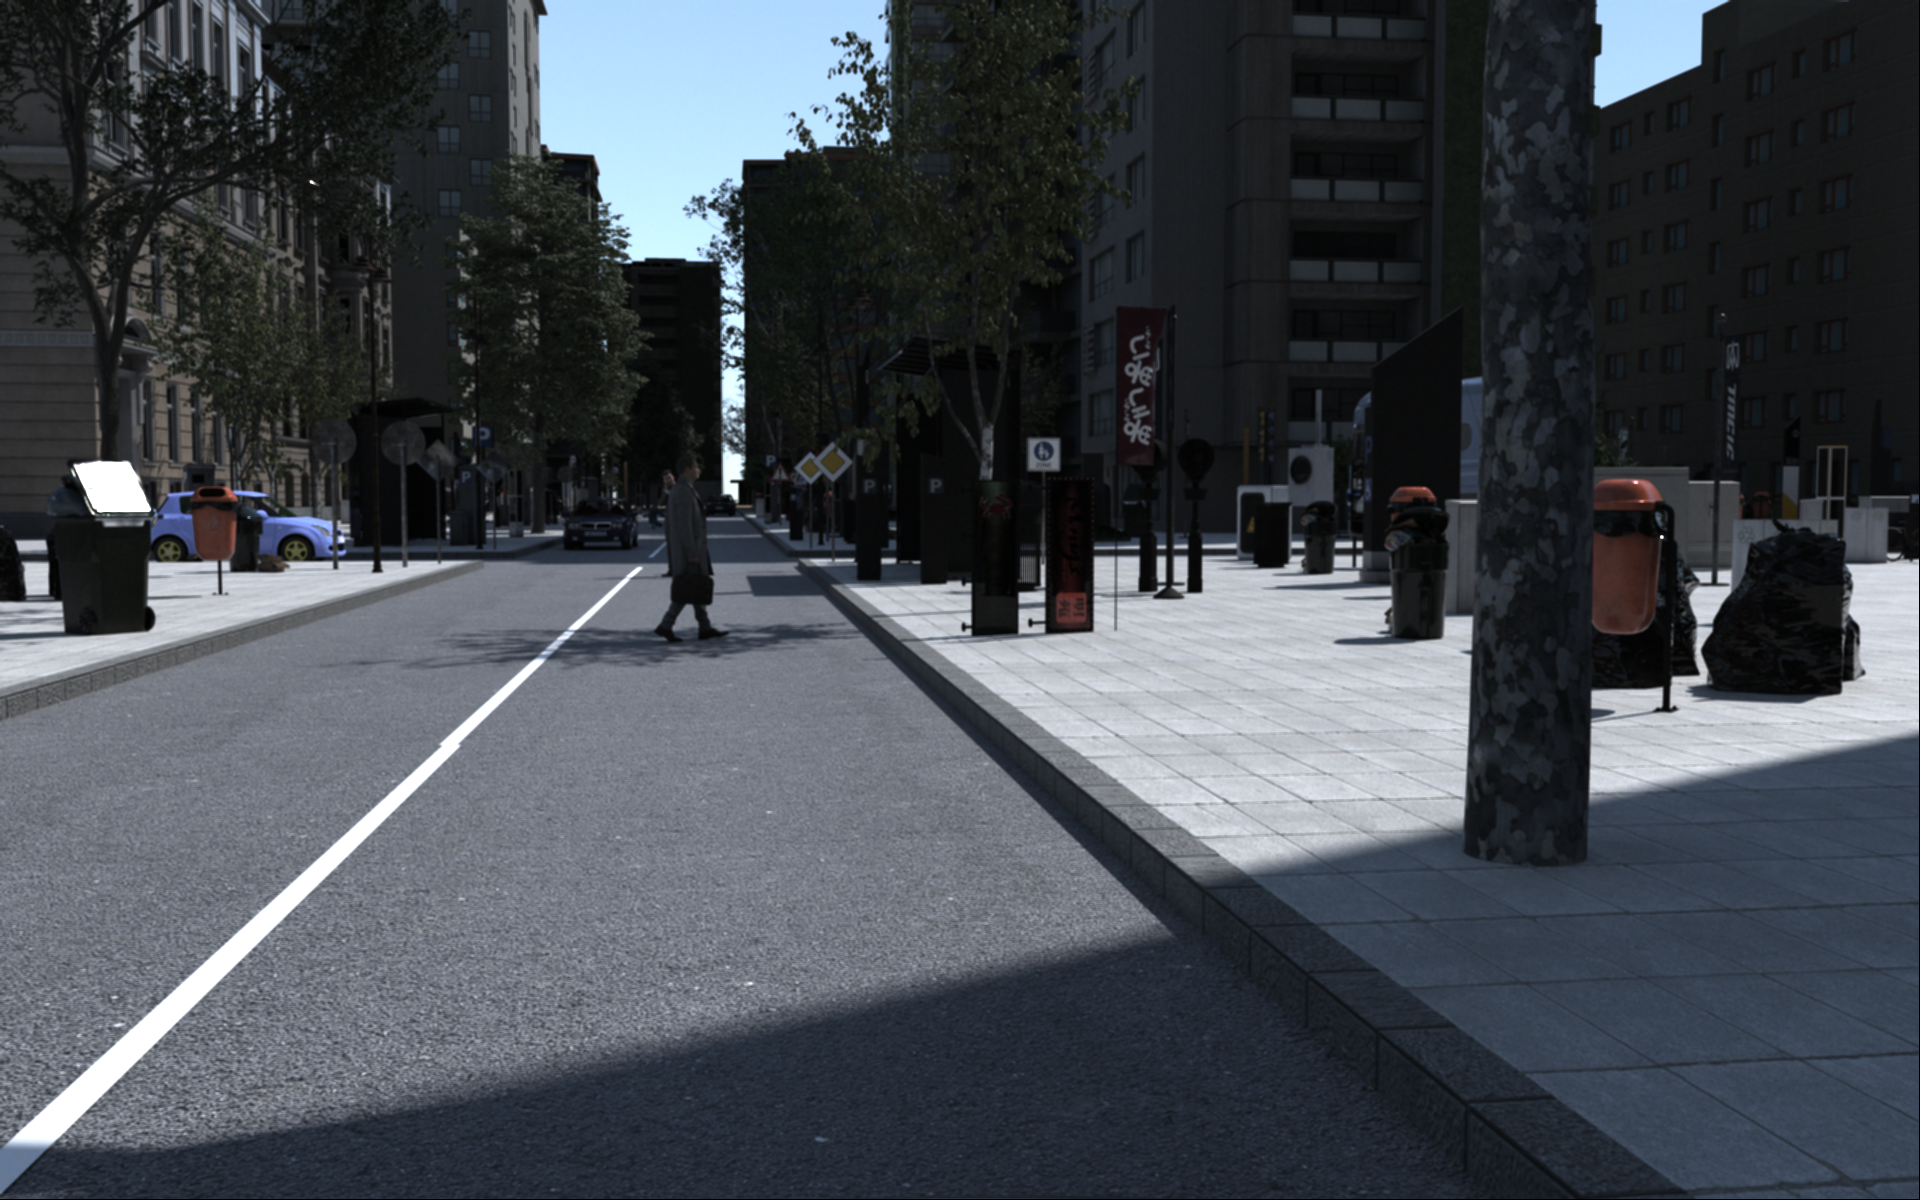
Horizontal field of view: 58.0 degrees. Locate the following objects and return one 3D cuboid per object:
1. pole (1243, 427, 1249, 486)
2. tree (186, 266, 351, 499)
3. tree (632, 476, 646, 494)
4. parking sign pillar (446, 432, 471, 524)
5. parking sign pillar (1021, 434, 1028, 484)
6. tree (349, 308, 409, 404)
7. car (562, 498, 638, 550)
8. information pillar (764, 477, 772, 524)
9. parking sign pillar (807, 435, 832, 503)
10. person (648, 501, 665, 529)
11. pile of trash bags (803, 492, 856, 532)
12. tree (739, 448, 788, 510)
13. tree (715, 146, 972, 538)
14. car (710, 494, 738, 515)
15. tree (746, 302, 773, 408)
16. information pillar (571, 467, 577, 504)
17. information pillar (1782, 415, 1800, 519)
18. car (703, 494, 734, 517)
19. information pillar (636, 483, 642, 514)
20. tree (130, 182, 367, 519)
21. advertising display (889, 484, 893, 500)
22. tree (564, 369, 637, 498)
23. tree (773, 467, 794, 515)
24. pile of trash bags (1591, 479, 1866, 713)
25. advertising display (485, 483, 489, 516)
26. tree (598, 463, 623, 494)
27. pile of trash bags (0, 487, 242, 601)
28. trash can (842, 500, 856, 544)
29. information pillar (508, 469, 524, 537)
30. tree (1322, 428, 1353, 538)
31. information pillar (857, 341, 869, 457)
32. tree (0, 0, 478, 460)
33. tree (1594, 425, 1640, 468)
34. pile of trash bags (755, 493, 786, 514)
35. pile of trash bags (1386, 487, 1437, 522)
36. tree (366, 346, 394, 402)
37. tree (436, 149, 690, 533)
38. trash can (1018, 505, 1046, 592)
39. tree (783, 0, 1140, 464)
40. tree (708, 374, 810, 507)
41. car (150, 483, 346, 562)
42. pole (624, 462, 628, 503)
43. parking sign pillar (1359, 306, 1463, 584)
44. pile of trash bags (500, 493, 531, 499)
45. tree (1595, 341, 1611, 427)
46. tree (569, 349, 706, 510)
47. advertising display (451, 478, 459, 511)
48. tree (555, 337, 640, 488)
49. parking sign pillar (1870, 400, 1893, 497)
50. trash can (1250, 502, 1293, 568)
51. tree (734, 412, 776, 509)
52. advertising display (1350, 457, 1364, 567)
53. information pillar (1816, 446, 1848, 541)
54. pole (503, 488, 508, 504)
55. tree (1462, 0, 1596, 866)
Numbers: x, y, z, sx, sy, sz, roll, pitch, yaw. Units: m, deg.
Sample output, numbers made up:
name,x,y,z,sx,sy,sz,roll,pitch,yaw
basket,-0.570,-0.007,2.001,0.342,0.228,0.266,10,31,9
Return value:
name,x,y,z,sx,sy,sz,roll,pitch,yaw
pole,8.736,-3.613,52.922,0.158,3.312,0.155,0,3,0
tree,-22.019,-6.377,54.626,4.360,8.622,3.978,0,3,0
tree,-28.571,-9.905,156.541,1.663,3.219,1.824,0,3,0
parking sign pillar,-21.706,-5.329,75.600,1.447,3.967,1.447,0,4,-2
parking sign pillar,2.105,-5.051,71.048,1.447,3.967,1.447,1,4,17
tree,-23.100,-7.104,66.520,4.360,8.622,3.978,0,3,0
car,-9.482,-2.034,45.842,1.945,1.354,3.894,0,4,-7
information pillar,-8.235,-4.273,74.358,0.304,2.012,0.304,0,4,-2
parking sign pillar,-6.451,-5.574,79.612,1.447,3.967,1.447,3,5,40
person,-12.692,-3.550,72.043,1.012,1.151,0.738,2,4,35
pile of trash bags,-4.460,-3.043,59.503,1.912,1.369,3.447,0,4,-7
tree,-13.970,-8.629,124.796,4.285,4.588,4.351,0,3,0
tree,-3.339,-7.668,51.129,9.928,11.665,9.643,0,3,0
car,-16.217,-6.647,118.471,2.009,1.686,4.222,0,4,-8
tree,-5.741,-6.863,62.573,4.737,8.622,4.395,0,3,0
information pillar,-24.141,-7.144,108.167,0.504,3.616,0.183,2,4,35
information pillar,24.658,-3.671,51.372,0.504,3.616,0.183,-1,4,-12
car,-15.580,-6.248,111.949,2.009,1.686,4.222,-1,4,-8
information pillar,-21.034,-6.671,113.557,0.304,2.012,0.304,1,4,13
tree,-16.965,-5.507,40.400,4.737,8.622,4.395,0,3,0
advertising display,-4.828,-6.676,114.368,0.974,1.923,0.123,3,5,43
tree,-19.765,-8.925,96.280,4.737,8.622,4.395,0,3,0
tree,-11.336,-6.939,108.050,1.663,3.219,1.824,0,3,0
pile of trash bags,4.828,-0.107,11.495,1.912,1.369,3.447,3,4,36
advertising display,-27.620,-5.825,100.451,0.123,1.923,0.974,1,4,14
tree,-21.669,-6.819,106.091,1.663,3.219,1.824,0,3,0
pile of trash bags,-10.749,-0.719,21.504,3.447,1.369,1.912,-1,4,-14
trash can,-2.698,-2.023,44.723,0.748,1.137,0.748,0,3,0
information pillar,-13.178,-2.869,51.395,0.304,2.012,0.304,2,4,27
tree,10.963,-3.423,50.571,1.663,3.219,1.824,0,3,0
information pillar,-1.467,-2.142,26.372,0.183,3.616,0.504,1,4,9
tree,-8.721,-5.119,18.115,8.767,10.594,7.601,1,4,18
tree,17.872,-3.304,48.614,1.663,3.219,1.824,0,3,0
pile of trash bags,-12.341,-6.216,111.380,1.912,1.369,3.447,1,4,16
pile of trash bags,7.065,-0.751,22.038,3.447,1.369,1.912,-1,4,-12
tree,-22.605,-6.794,61.438,4.737,8.622,4.395,0,3,0
tree,-13.774,-8.535,57.668,7.486,12.596,7.792,0,3,0
trash can,0.767,-0.691,22.944,0.748,1.137,0.748,0,3,0
tree,0.199,-4.200,19.040,4.737,8.622,4.395,0,3,0
tree,-19.761,-15.773,168.263,12.009,13.543,11.850,0,3,0
car,-14.337,-1.546,34.869,3.694,1.707,1.945,-1,4,-9
pole,-20.990,-7.030,108.782,0.158,3.312,0.155,0,3,0
parking sign pillar,6.532,-2.235,25.019,1.447,3.967,1.447,0,4,-5
pile of trash bags,-26.764,-5.736,103.540,1.912,1.369,3.447,-3,4,-38
tree,22.700,-7.116,66.714,4.360,8.622,3.978,0,3,0
tree,-25.496,-13.449,136.903,9.611,12.733,9.660,0,3,0
advertising display,-20.920,-4.082,71.946,0.123,1.923,0.974,0,4,2
tree,-17.506,-8.052,82.018,4.360,8.622,3.978,0,3,0
parking sign pillar,26.641,-3.772,50.145,1.447,3.967,1.447,2,4,24
trash can,5.445,-1.140,30.285,0.748,1.137,0.748,0,3,0
tree,-17.996,-12.318,151.765,4.360,8.622,3.978,0,3,0
advertising display,7.253,-1.516,29.999,0.974,1.923,0.123,2,4,34
information pillar,13.303,-1.344,26.466,0.304,2.012,0.304,-1,4,-10
pole,-19.470,-4.912,74.148,0.158,3.312,0.155,0,3,0
tree,2.673,-9.235,6.885,12.611,20.169,13.585,0,3,0
